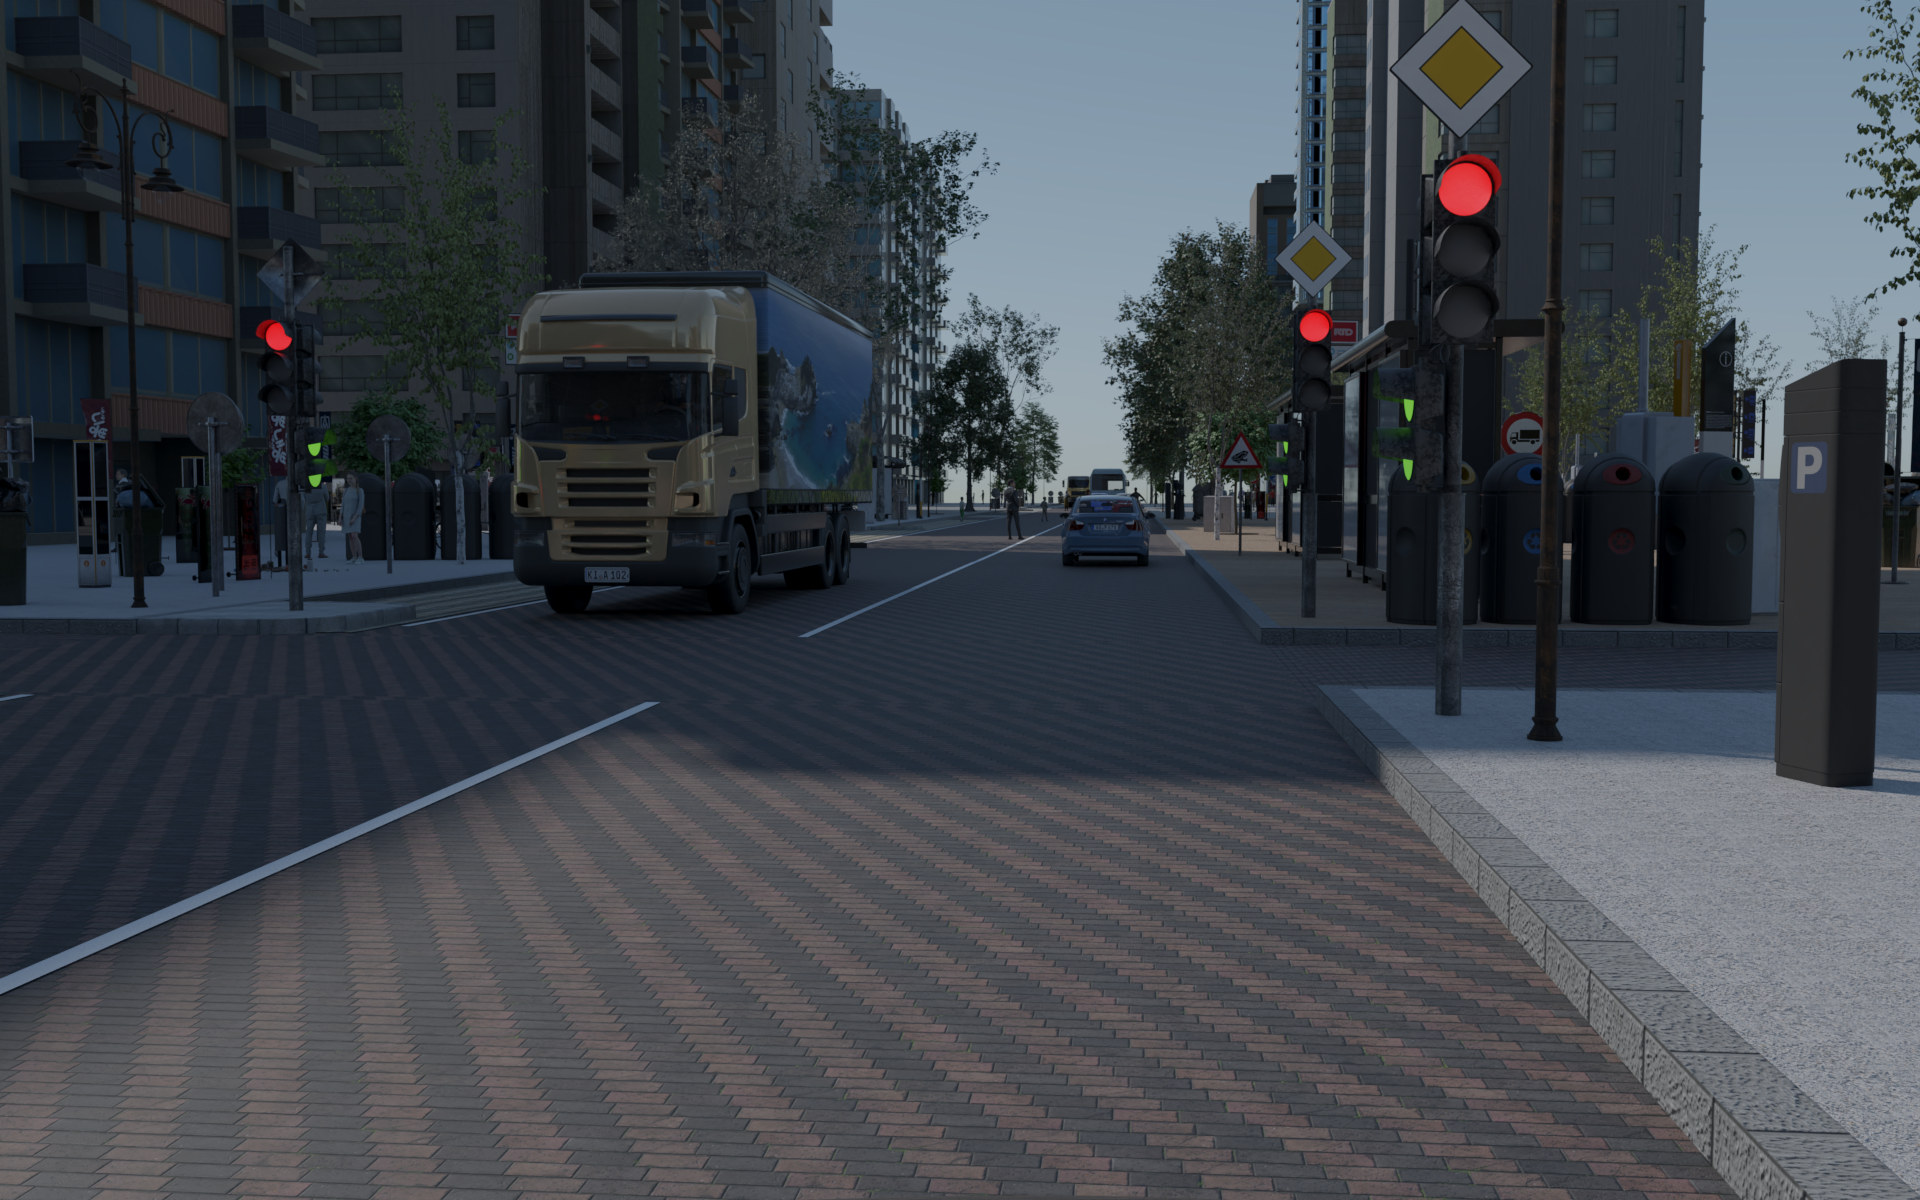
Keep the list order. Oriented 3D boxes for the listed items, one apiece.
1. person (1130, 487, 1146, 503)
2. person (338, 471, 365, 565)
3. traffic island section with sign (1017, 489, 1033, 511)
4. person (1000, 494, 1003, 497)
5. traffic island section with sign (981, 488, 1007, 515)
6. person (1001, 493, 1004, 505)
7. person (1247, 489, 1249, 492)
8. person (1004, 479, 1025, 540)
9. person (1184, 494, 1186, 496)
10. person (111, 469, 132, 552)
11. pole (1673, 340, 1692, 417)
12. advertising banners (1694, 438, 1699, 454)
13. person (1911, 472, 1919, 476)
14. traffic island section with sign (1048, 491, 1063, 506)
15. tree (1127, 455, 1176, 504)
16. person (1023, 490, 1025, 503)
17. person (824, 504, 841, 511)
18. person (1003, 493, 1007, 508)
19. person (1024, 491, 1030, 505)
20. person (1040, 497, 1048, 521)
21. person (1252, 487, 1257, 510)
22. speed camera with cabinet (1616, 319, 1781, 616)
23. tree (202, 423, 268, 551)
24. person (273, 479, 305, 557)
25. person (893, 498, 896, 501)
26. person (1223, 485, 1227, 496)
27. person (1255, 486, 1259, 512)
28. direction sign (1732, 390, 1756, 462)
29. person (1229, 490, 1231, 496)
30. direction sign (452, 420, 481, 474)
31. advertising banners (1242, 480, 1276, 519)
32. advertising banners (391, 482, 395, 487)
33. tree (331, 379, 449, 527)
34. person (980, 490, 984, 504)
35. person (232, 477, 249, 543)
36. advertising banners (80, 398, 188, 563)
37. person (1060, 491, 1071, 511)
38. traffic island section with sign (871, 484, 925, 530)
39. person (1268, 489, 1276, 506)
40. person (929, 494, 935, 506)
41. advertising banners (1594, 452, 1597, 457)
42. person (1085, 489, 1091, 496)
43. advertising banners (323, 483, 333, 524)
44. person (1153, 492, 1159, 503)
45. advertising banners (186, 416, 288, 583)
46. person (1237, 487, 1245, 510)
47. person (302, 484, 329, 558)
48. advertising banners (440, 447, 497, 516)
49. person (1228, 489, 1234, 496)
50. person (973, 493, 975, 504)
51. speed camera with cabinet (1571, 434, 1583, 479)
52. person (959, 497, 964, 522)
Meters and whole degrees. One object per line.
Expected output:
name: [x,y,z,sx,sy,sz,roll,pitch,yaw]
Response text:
person: [9.596,-5.267,94.752,1.348,1.807,0.705,-1,4,-16]
person: [-11.096,-1.507,31.682,0.512,1.701,0.522,1,4,17]
traffic island section with sign: [5.124,-8.337,144.940,1.989,1.847,2.006,0,4,6]
person: [3.798,-10.653,180.204,1.348,1.826,0.705,0,4,4]
traffic island section with sign: [2.474,-6.696,118.114,1.989,1.847,2.006,0,4,6]
person: [4.967,-11.983,203.434,0.415,1.643,0.593,0,4,-6]
person: [32.257,-11.516,194.203,0.709,1.838,0.599,1,4,19]
person: [1.692,-2.857,54.580,0.648,1.900,0.474,3,4,37]
person: [25.139,-11.623,196.867,1.217,1.735,0.721,0,4,3]
person: [-18.290,-1.951,38.043,0.850,1.850,0.679,0,4,2]
pole: [9.571,-1.785,23.025,0.158,3.312,0.155,0,3,0]
advertising banners: [23.823,-3.546,54.171,2.074,3.025,0.090,1,4,20]
person: [17.365,-1.519,31.361,0.782,1.767,0.515,2,4,30]
traffic island section with sign: [10.523,-11.667,199.379,1.989,1.847,2.006,0,4,6]
tree: [24.657,-17.453,219.769,7.601,10.594,8.767,-1,4,-18]
person: [9.006,-14.675,246.054,1.350,1.814,0.705,-1,4,-20]
person: [-2.572,-1.471,32.754,0.606,1.804,0.583,1,4,20]
person: [4.162,-9.138,155.891,0.568,1.767,0.683,-2,4,-35]
person: [7.954,-12.339,208.570,1.217,1.735,0.721,-2,4,-24]
person: [4.442,-4.802,91.289,0.475,1.303,0.640,2,4,25]
person: [23.177,-7.952,136.067,1.348,1.824,0.705,2,4,25]
speed camera with cabinet: [8.128,-1.513,19.074,0.660,3.252,2.038,-1,4,-18]
tree: [-16.725,-2.743,39.447,1.663,3.219,1.824,0,3,0]
person: [-13.742,-1.809,35.472,0.661,1.843,0.795,0,4,1]
person: [-6.993,-10.076,176.503,1.065,1.426,0.557,-2,4,-34]
person: [13.877,-5.206,91.439,0.850,1.792,0.678,-3,5,-39]
person: [20.951,-7.106,122.170,0.705,1.831,1.348,1,4,14]
direction sign: [16.955,-2.799,37.753,0.876,3.537,0.379,-1,4,-20]
person: [31.938,-12.175,205.104,0.705,1.824,1.348,0,4,8]
direction sign: [-15.186,-3.750,53.316,0.876,3.537,0.379,-2,4,-26]
advertising banners: [15.504,-5.693,89.267,2.074,3.025,0.090,3,5,39]
advertising banners: [-22.086,-4.263,65.886,0.090,3.025,2.074,1,4,21]
tree: [-16.256,-4.018,49.413,4.285,4.588,4.351,0,3,0]
person: [2.884,-13.087,220.022,0.705,1.824,1.348,-1,4,-16]
person: [-18.757,-2.393,45.435,0.573,1.790,0.520,1,4,20]
advertising banners: [-15.011,-2.183,31.882,2.074,3.025,0.090,-1,4,-18]
person: [9.054,-8.499,148.196,1.217,1.736,0.721,3,5,39]
traffic island section with sign: [-2.414,-3.676,68.731,1.989,1.847,2.006,0,4,6]
person: [34.218,-11.218,189.392,1.348,1.831,0.705,-1,4,-19]
person: [-2.980,-11.115,187.402,0.705,1.869,1.348,-2,4,-30]
advertising banners: [26.286,-4.645,72.132,0.090,3.025,2.074,2,4,32]
person: [8.043,-6.016,107.579,0.721,1.743,1.217,-3,4,-36]
advertising banners: [-27.721,-4.781,74.356,0.090,3.025,2.074,1,4,23]
person: [28.197,-14.811,248.754,0.990,1.755,0.434,-1,4,-17]
advertising banners: [-10.617,-1.805,25.697,0.090,3.025,2.074,1,4,20]
person: [22.308,-8.022,137.067,0.709,1.838,0.599,1,4,14]
person: [-12.933,-1.747,34.787,0.511,1.800,0.466,-1,4,-20]
advertising banners: [-18.294,-4.179,64.511,2.074,3.025,0.090,-1,4,-11]
person: [29.533,-11.127,188.055,1.350,1.814,0.705,-2,4,-24]
person: [1.661,-12.678,216.553,0.599,1.433,0.991,-1,4,-10]
speed camera with cabinet: [20.412,-3.785,56.221,0.660,3.252,2.038,0,4,4]
person: [0.086,-4.661,88.957,0.306,1.304,0.590,1,4,18]
